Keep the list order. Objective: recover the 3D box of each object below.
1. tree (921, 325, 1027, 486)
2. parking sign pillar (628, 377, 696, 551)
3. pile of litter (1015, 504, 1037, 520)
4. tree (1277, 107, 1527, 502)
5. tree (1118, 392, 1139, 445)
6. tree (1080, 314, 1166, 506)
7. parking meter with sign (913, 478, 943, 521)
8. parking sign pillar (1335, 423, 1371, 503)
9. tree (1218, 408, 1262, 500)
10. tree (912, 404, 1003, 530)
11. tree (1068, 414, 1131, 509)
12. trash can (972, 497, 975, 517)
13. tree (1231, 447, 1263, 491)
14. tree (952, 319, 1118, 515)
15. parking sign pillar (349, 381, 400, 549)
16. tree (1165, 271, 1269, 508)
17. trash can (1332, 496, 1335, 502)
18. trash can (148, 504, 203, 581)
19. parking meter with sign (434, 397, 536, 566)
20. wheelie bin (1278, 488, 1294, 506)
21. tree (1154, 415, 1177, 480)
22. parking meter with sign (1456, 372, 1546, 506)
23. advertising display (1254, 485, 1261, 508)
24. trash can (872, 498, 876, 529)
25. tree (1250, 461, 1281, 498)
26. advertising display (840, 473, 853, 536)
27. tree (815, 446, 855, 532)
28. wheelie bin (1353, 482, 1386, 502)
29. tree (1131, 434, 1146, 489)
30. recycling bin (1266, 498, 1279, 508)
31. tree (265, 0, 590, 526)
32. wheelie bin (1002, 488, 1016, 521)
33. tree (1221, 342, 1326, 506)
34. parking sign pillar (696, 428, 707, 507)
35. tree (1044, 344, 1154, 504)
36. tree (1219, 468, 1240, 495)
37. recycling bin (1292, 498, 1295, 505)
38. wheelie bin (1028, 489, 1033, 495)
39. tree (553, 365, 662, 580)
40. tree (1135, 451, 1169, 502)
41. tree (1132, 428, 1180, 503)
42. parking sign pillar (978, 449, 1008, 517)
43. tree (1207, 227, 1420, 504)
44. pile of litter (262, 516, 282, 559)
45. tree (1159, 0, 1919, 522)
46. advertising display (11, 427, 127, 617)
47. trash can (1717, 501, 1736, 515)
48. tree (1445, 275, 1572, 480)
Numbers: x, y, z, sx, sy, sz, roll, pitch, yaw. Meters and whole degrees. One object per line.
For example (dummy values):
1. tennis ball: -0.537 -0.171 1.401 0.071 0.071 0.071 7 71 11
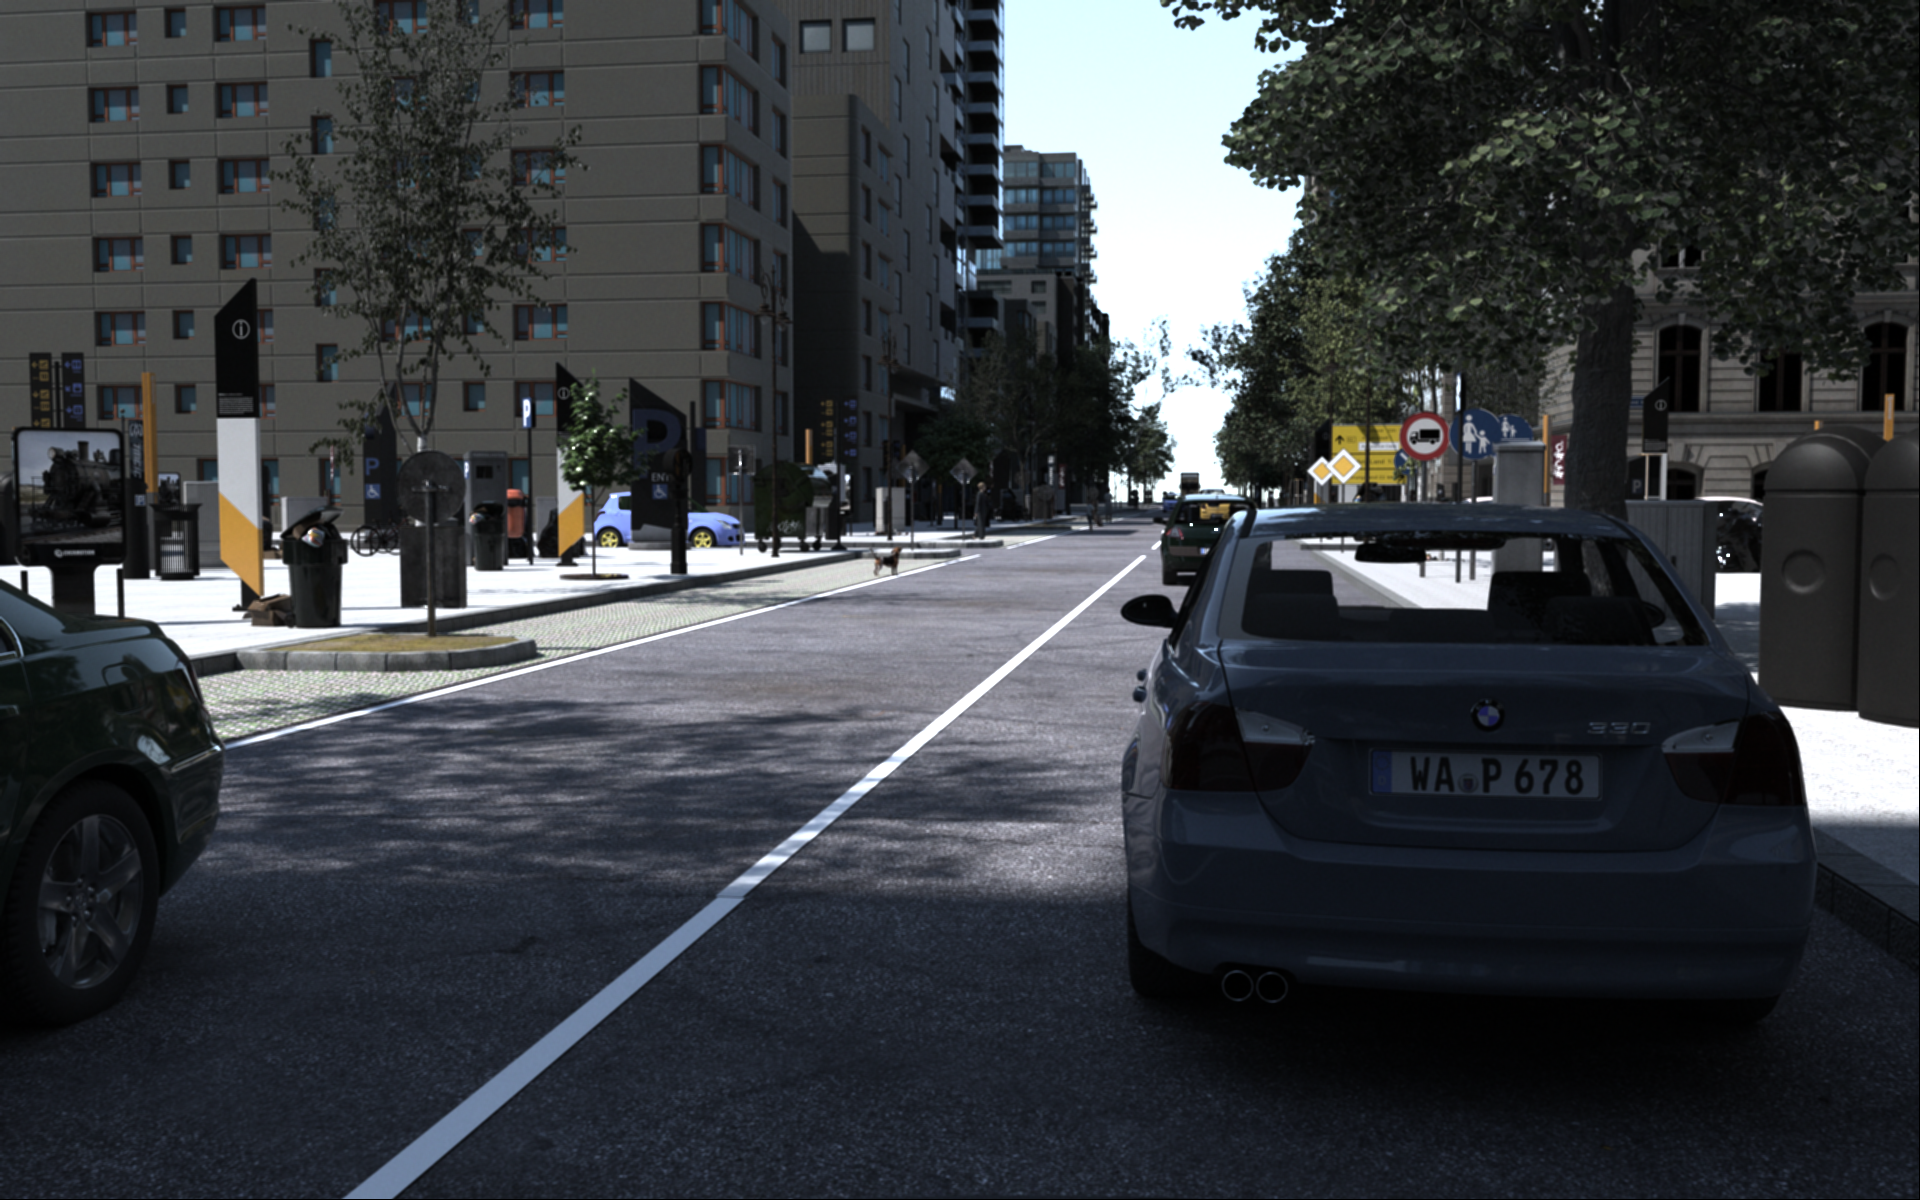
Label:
1. tree: 0.767 -7.631 75.135 4.360 8.622 3.978 0 3 0
2. parking sign pillar: -6.935 -3.145 39.899 1.447 3.967 1.447 -1 4 -13
3. pile of litter: 3.083 -4.455 86.804 1.719 0.858 1.176 -1 4 -13
4. tree: 8.122 -4.944 31.190 4.737 8.622 4.395 0 3 0
5. tree: 6.615 -10.445 105.186 8.767 10.594 7.601 0 4 -2
6. tree: 19.083 -19.936 181.835 12.611 20.169 13.585 0 3 0
7. parking meter with sign: -1.530 -5.387 84.335 1.738 3.016 0.543 2 4 34
8. parking sign pillar: 14.536 -4.616 63.946 1.447 3.967 1.447 1 4 14
9. tree: 31.493 -15.864 185.128 9.928 11.665 9.643 0 3 0
10. tree: -0.076 -4.847 62.969 4.285 4.588 4.351 0 3 0
11. tree: 10.777 -11.591 139.882 4.737 8.622 4.395 0 3 0
12. trash can: 1.018 -5.193 96.551 0.748 1.137 0.748 0 3 0
13. tree: 23.955 -11.612 140.222 4.360 8.622 3.978 0 3 0
14. tree: 3.492 -9.602 91.405 8.767 10.594 7.601 1 4 10
15. parking sign pillar: -13.611 -3.192 40.666 1.447 3.967 1.447 0 4 -2
16. tree: 25.076 -17.978 149.832 12.611 20.169 13.585 0 3 0
17. trash can: 23.122 -5.829 106.964 0.748 1.137 0.748 0 3 0
18. trash can: -11.692 -0.868 25.851 0.748 1.137 0.748 0 3 0
19. parking meter with sign: -8.512 -2.125 31.008 1.738 3.016 0.543 -2 4 -30
20. wheelie bin: 18.080 -5.397 96.143 0.693 1.594 0.980 -3 4 -37
21. tree: 23.677 -18.501 220.622 7.486 12.596 7.792 0 3 0
22. parking meter with sign: 8.025 -1.748 24.842 1.738 3.016 0.543 1 4 10
23. advertising display: 20.421 -6.955 118.927 0.123 1.923 0.974 -1 4 -10
24. trash can: -2.887 -3.185 63.733 0.748 1.137 0.748 0 3 0
25. tree: 23.523 -8.987 130.643 4.285 4.588 4.351 0 3 0
26. advertising display: -3.658 -2.937 53.241 0.974 1.923 0.123 3 5 41
27. tree: -4.600 -3.965 59.433 1.663 3.219 1.824 0 3 0
28. wheelie bin: 11.117 -2.386 46.920 0.980 1.594 0.693 -3 5 -42
29. tree: 13.829 -12.325 151.880 4.737 8.622 4.395 0 3 0
30. recycling bin: 18.636 -5.528 102.940 0.722 1.027 0.722 0 4 -3
31. tree: -6.874 -4.388 22.105 4.360 8.622 3.978 0 3 0
32. wheelie bin: 2.368 -4.649 83.921 0.693 1.594 0.980 0 4 -6
33. tree: 19.407 -10.420 104.784 8.767 10.594 7.601 3 4 37
34. parking sign pillar: -7.726 -3.825 51.014 1.447 3.967 1.447 -1 4 -9
35. tree: 9.954 -13.055 131.575 7.486 12.596 7.792 0 3 0
36. tree: 43.986 -21.530 270.140 7.486 12.596 7.792 0 3 0
37. recycling bin: 20.377 -5.735 106.317 0.722 1.027 0.722 -2 4 -35
38. wheelie bin: 4.849 -6.471 113.708 0.980 1.594 0.693 -2 4 -24
39. tree: -5.557 -1.924 26.065 1.663 3.219 1.824 0 3 0
40. tree: 30.655 -19.594 270.718 4.360 8.622 3.978 0 3 0
41. tree: 29.346 -20.649 263.368 9.928 11.665 9.643 0 3 0
42. parking sign pillar: 2.110 -6.721 98.366 1.447 3.967 1.447 -3 4 -37
43. tree: 15.069 -9.565 73.401 9.611 12.733 9.660 0 3 0
44. pile of litter: -13.689 -1.249 34.379 1.719 0.858 1.176 -3 4 -37
45. tree: 5.375 -6.589 14.386 9.857 13.997 8.962 0 3 0
46. advertising display: -8.649 -0.712 16.850 0.974 1.923 0.123 -3 4 -39
47. trash can: 16.050 -1.537 36.776 0.748 1.137 0.748 0 3 0
48. tree: 17.197 -6.393 54.881 4.360 8.622 3.978 0 3 0
